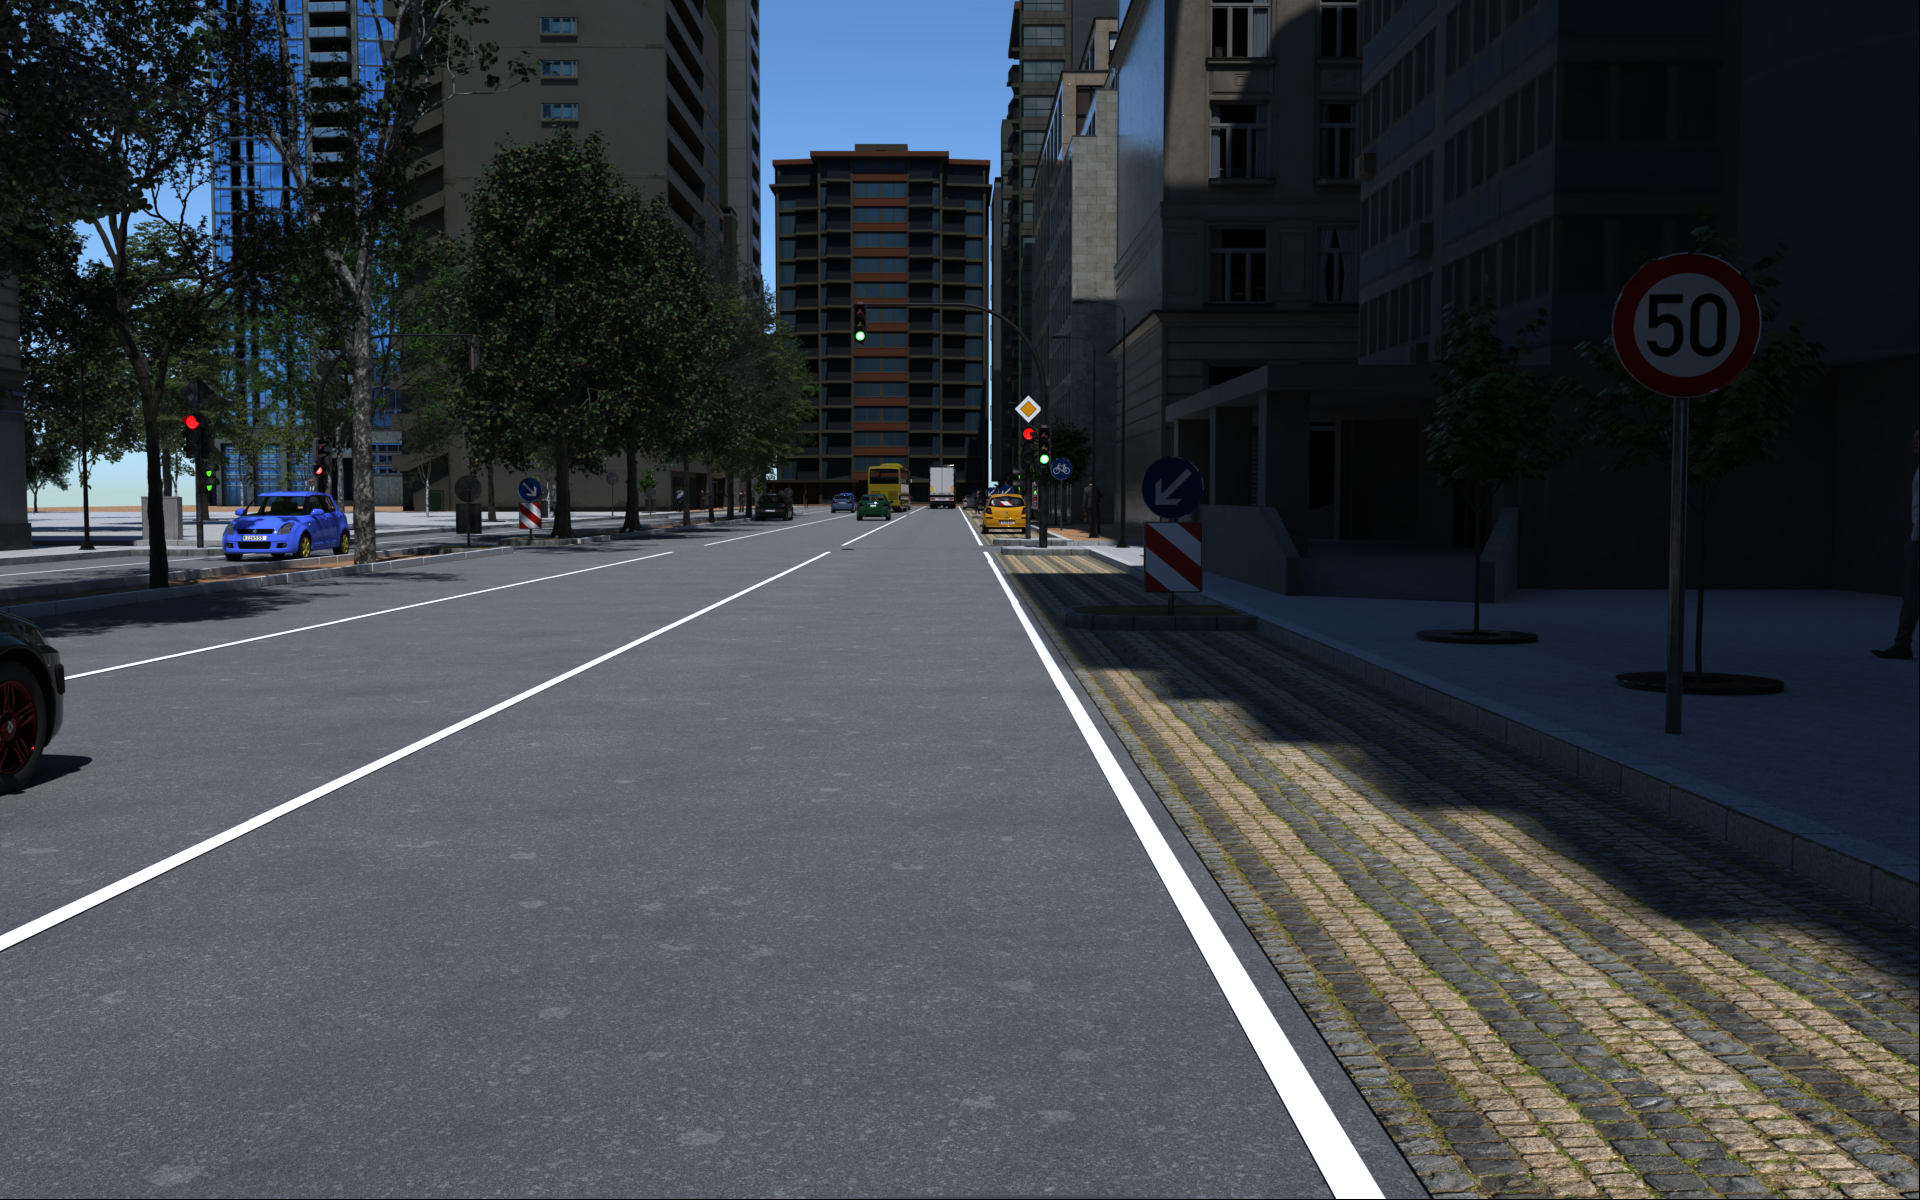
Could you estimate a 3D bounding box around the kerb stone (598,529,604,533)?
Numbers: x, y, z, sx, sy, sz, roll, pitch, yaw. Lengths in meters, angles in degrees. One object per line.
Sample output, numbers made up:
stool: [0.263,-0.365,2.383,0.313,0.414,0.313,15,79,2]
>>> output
kerb stone: [-13.129,-2.476,62.682,0.120,0.150,1.000,0,4,0]

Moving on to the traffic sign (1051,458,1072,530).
traffic sign: [3.575,-3.723,60.971,0.768,2.556,0.104,0,4,7]

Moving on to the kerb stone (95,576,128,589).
kerb stone: [-12.957,-0.245,26.258,0.120,0.150,1.000,0,4,0]

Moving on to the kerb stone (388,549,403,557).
kerb stone: [-13.012,-1.063,39.568,0.120,0.150,1.000,0,4,0]

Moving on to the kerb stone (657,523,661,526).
kerb stone: [-13.191,-3.231,75.022,0.120,0.150,1.000,0,4,0]

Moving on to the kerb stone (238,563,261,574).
kerb stone: [-12.979,-0.560,31.389,0.120,0.150,1.000,0,4,0]

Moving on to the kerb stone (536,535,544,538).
kerb stone: [-13.085,-1.912,53.455,0.120,0.150,1.000,0,4,0]

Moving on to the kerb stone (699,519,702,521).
kerb stone: [-13.251,-3.985,87.346,0.120,0.150,1.000,0,4,0]

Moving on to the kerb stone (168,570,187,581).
kerb stone: [-12.969,-0.369,28.317,0.120,0.150,1.000,0,4,0]

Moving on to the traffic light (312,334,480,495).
traffic light: [-16.046,-4.560,49.218,4.771,5.953,1.251,0,4,0]

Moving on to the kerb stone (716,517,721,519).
kerb stone: [-13.290,-4.421,94.517,0.120,0.150,1.000,0,4,0]

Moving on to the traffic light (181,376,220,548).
traffic light: [-18.099,-3.197,41.188,0.839,4.253,0.868,0,4,0]

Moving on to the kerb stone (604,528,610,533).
kerb stone: [-13.133,-2.540,63.719,0.120,0.150,1.000,0,4,0]

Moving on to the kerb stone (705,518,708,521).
kerb stone: [-13.264,-4.110,89.399,0.120,0.150,1.000,0,4,0]

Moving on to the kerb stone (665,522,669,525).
kerb stone: [-13.199,-3.356,77.073,0.120,0.150,1.000,0,4,0]

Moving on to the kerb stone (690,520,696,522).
kerb stone: [-13.240,-3.858,85.294,0.120,0.150,1.000,0,4,0]

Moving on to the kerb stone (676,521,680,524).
kerb stone: [-13.216,-3.538,80.173,0.120,0.150,1.000,0,4,0]

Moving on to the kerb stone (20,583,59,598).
kerb stone: [-12.943,-0.123,24.205,0.120,0.150,1.000,0,4,0]

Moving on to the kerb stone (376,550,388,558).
kerb stone: [-13.014,-0.995,38.546,0.120,0.150,1.000,0,4,0]

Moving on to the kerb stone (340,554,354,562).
kerb stone: [-12.997,-0.875,36.500,0.120,0.150,1.000,0,4,0]

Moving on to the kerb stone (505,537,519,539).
kerb stone: [-13.074,-1.723,50.374,0.120,0.150,1.000,0,4,0]

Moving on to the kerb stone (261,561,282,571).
kerb stone: [-12.987,-0.625,32.411,0.120,0.150,1.000,0,4,0]

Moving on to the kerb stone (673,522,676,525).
kerb stone: [-13.210,-3.482,79.139,0.120,0.150,1.000,0,4,0]

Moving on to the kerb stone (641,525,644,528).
kerb stone: [-13.177,-2.979,70.896,0.120,0.150,1.000,0,4,0]

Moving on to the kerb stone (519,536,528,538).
kerb stone: [-13.073,-1.786,51.400,0.120,0.150,1.000,0,4,0]

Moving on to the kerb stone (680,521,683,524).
kerb stone: [-13.220,-3.609,81.196,0.120,0.150,1.000,0,4,0]

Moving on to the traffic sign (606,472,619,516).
traffic sign: [-20.092,-6.116,100.101,0.768,2.556,0.104,0,4,5]

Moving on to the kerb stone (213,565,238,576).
kerb stone: [-12.978,-0.500,30.367,0.120,0.150,1.000,0,4,0]

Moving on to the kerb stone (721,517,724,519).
kerb stone: [-13.282,-4.486,95.541,0.120,0.150,1.000,0,4,0]

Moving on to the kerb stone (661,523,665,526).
kerb stone: [-13.198,-3.294,76.044,0.120,0.150,1.000,0,4,0]

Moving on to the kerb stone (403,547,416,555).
kerb stone: [-13.020,-1.123,40.596,0.120,0.150,1.000,0,4,0]

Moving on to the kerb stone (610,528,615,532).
kerb stone: [-13.141,-2.599,64.742,0.120,0.150,1.000,0,4,0]

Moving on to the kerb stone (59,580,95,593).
kerb stone: [-12.952,-0.185,25.227,0.120,0.150,1.000,0,4,0]

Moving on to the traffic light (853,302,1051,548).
traffic light: [-0.129,-4.066,41.149,4.771,5.953,1.251,0,4,0]

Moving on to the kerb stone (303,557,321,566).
kerb stone: [-12.999,-0.750,34.456,0.120,0.150,1.000,0,4,0]

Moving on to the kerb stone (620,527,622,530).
kerb stone: [-13.155,-2.725,66.797,0.120,0.150,1.000,0,4,0]

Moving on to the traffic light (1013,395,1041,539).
traffic light: [1.923,-3.692,49.285,0.839,4.253,0.868,0,4,0]

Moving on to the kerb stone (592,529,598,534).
kerb stone: [-13.124,-2.413,61.650,0.120,0.150,1.000,0,4,0]

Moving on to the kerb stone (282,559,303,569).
kerb stone: [-12.986,-0.687,33.434,0.120,0.150,1.000,0,4,0]

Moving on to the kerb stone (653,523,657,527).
kerb stone: [-13.183,-3.164,73.993,0.120,0.150,1.000,0,4,0]

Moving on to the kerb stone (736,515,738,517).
kerb stone: [-13.320,-4.861,101.680,0.120,0.150,1.000,0,4,0]

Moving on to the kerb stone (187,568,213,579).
kerb stone: [-12.969,-0.433,29.339,0.120,0.150,1.000,0,4,0]

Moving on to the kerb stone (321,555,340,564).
kerb stone: [-12.999,-0.812,35.478,0.120,0.150,1.000,0,4,0]

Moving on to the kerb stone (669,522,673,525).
kerb stone: [-13.203,-3.420,78.115,0.120,0.150,1.000,0,4,0]

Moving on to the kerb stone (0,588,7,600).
kerb stone: [-12.940,-0.057,23.181,0.120,0.150,1.000,0,4,0]

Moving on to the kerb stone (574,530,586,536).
kerb stone: [-13.114,-2.288,59.600,0.120,0.150,1.000,0,4,0]

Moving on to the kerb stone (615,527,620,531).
kerb stone: [-13.145,-2.665,65.772,0.120,0.150,1.000,0,4,0]

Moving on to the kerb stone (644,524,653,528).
kerb stone: [-13.171,-3.105,72.963,0.120,0.150,1.000,0,4,0]

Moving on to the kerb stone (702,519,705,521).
kerb stone: [-13.257,-4.047,88.370,0.120,0.150,1.000,0,4,0]

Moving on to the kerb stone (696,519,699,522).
kerb stone: [-13.246,-3.922,86.324,0.120,0.150,1.000,0,4,0]

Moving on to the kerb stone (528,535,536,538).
kerb stone: [-13.084,-1.849,52.426,0.120,0.150,1.000,0,4,0]

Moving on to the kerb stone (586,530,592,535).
kerb stone: [-13.130,-2.351,60.628,0.120,0.150,1.000,0,4,0]

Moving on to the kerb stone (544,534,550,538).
kerb stone: [-13.087,-1.975,54.479,0.120,0.150,1.000,0,4,0]

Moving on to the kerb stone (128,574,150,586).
kerb stone: [-12.960,-0.308,27.286,0.120,0.150,1.000,0,4,0]

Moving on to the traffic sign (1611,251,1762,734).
traffic sign: [3.828,-0.557,9.217,0.768,2.556,0.104,0,4,5]
